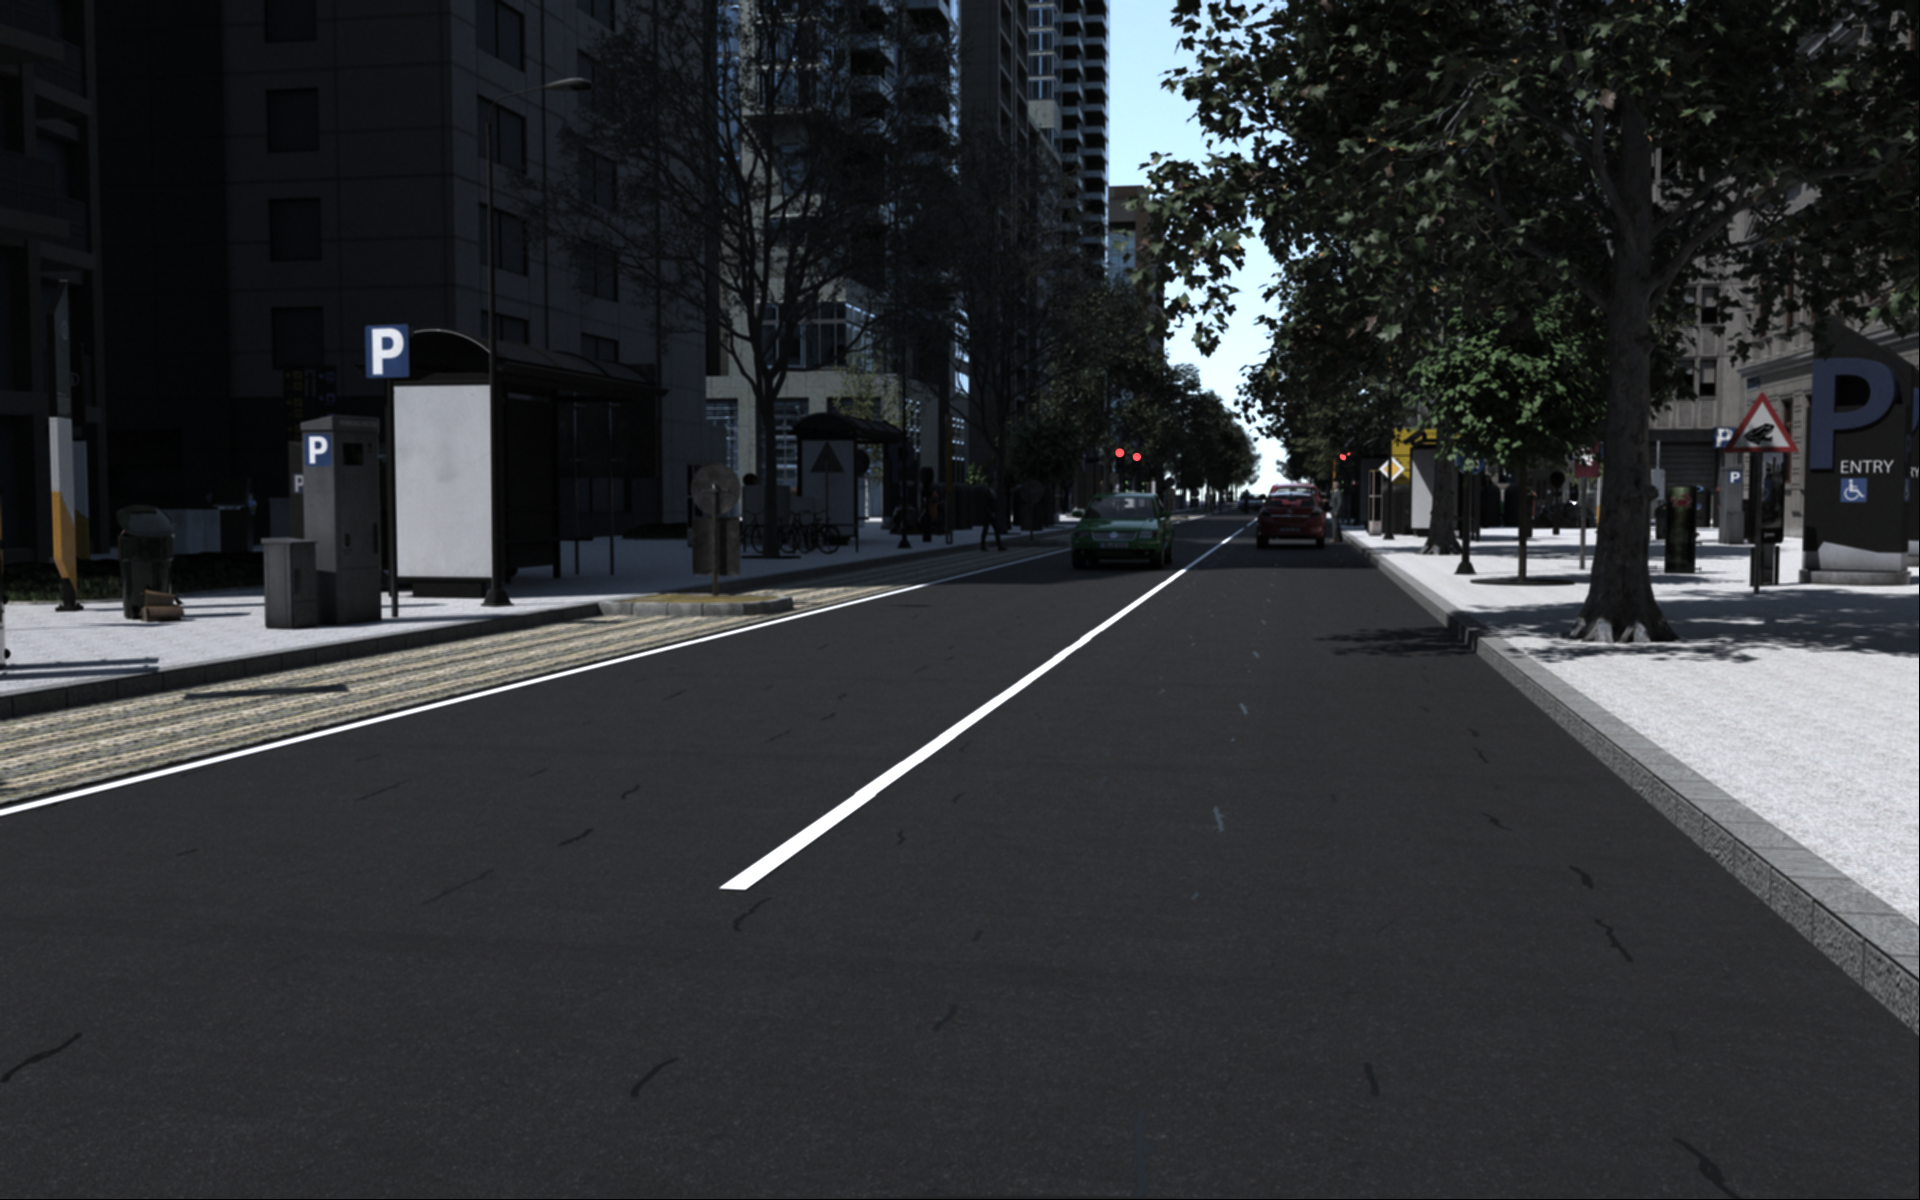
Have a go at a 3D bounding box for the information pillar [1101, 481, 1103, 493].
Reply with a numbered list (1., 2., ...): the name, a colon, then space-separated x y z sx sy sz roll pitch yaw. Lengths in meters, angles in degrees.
1. information pillar: 8.091 -5.694 97.585 0.304 2.012 0.304 0 4 -7

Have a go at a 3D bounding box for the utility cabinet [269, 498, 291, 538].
1. utility cabinet: -10.995 -1.064 28.550 1.020 1.237 0.306 3 5 42

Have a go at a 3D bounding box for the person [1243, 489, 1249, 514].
1. person: 21.092 -7.282 127.745 0.473 1.802 0.592 2 4 32

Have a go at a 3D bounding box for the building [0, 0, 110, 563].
1. building: -27.632 -22.586 23.909 22.147 44.769 28.867 1 4 11

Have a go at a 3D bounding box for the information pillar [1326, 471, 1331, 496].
1. information pillar: 31.277 -9.522 147.042 0.183 3.616 0.504 -3 5 -40

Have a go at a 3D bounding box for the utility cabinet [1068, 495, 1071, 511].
1. utility cabinet: 7.989 -7.120 127.569 0.306 1.237 1.020 0 4 7

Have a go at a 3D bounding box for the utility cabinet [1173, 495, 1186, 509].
1. utility cabinet: 18.729 -8.361 147.867 1.020 1.237 0.306 1 4 21

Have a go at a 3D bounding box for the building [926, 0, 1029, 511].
1. building: -3.025 -42.976 140.902 20.563 71.187 20.611 1 4 11

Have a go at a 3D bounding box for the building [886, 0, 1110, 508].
1. building: 6.351 -53.971 195.091 22.319 86.520 31.000 1 4 11

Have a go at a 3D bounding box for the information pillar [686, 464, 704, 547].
1. information pillar: -6.422 -2.296 42.039 0.304 2.012 0.304 -3 5 -39

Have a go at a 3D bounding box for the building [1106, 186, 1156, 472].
1. building: 21.495 -37.084 256.427 14.600 45.320 14.200 1 4 11

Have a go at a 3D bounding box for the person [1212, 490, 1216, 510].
1. person: 23.519 -9.282 160.291 0.705 1.821 1.348 0 4 3

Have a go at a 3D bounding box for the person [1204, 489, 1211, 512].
1. person: 18.942 -7.585 132.496 0.713 1.824 0.794 -1 4 -12

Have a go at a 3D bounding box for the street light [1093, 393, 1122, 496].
1. street light: 6.741 -6.563 79.839 1.470 5.913 1.316 1 4 11

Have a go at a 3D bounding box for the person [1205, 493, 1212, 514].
1. person: 18.109 -7.046 126.303 0.503 1.515 0.523 0 4 -6

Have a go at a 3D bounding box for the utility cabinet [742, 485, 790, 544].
1. utility cabinet: -4.920 -2.154 43.900 1.173 1.500 0.318 -2 4 -24

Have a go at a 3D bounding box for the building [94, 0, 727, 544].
1. building: -20.515 -37.592 52.878 20.611 71.187 20.563 1 4 11

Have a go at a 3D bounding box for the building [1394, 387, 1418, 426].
1. building: 72.688 -35.592 265.531 14.154 41.232 14.086 1 4 11

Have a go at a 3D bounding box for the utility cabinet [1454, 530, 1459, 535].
1. utility cabinet: 15.705 -2.676 54.912 0.306 1.237 1.020 1 4 14

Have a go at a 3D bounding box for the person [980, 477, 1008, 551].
1. person: 0.832 -2.142 43.300 0.755 1.850 0.659 3 4 38

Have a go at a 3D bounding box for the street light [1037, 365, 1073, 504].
1. street light: 3.346 -5.485 62.226 1.470 5.913 1.316 1 4 11

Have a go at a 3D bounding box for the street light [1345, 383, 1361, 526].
1. street light: 11.565 -4.663 48.777 1.470 5.913 1.316 1 4 11

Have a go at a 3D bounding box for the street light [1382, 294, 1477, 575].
1. street light: 7.561 -3.371 27.657 1.470 5.913 1.316 1 4 11

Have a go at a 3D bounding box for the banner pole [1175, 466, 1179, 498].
1. banner pole: 17.294 -9.075 138.392 0.401 3.779 0.863 -1 4 -15

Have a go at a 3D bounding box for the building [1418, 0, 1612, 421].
1. building: 63.170 -40.038 196.624 21.231 58.520 28.212 1 4 11

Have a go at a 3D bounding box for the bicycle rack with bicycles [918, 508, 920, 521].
1. bicycle rack with bicycles: -1.537 -3.257 66.639 2.925 0.926 2.852 -1 4 -10

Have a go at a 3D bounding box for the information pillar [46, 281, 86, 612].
1. information pillar: -9.791 -1.684 18.880 0.183 3.616 0.504 -1 4 -10

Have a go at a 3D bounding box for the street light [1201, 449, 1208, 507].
1. street light: 21.179 -11.153 154.886 1.470 5.913 1.316 1 4 11

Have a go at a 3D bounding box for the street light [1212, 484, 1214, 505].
1. street light: 25.203 -12.460 176.262 1.470 5.913 1.316 1 4 11

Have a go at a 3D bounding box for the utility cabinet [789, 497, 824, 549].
1. utility cabinet: -3.621 -1.823 40.974 0.306 1.237 1.020 -3 5 -40

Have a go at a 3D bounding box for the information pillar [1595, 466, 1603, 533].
1. information pillar: 21.138 -4.009 56.905 0.504 3.616 0.183 -2 4 -34

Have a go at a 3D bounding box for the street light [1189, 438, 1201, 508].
1. street light: 18.934 -10.461 143.574 1.470 5.913 1.316 1 4 11

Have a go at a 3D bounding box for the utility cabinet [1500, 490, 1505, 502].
1. utility cabinet: 30.945 -5.552 99.452 1.173 1.500 0.318 0 4 3

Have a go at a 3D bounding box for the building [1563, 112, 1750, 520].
1. building: 42.755 -16.609 89.579 19.932 24.808 12.078 1 4 11

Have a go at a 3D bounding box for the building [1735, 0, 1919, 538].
1. building: 28.620 -12.791 45.291 11.583 22.565 21.152 1 4 11

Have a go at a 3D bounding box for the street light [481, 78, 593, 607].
1. street light: -4.789 -2.879 19.616 1.470 5.913 1.316 1 4 11

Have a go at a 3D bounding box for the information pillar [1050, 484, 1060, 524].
1. information pillar: 4.012 -4.205 73.252 0.304 2.012 0.304 2 4 29

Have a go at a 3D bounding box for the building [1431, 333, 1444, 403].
1. building: 55.843 -32.187 176.363 14.600 45.320 14.200 1 4 11

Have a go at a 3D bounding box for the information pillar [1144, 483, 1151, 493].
1. information pillar: 11.913 -6.460 110.115 0.304 2.012 0.304 3 5 41

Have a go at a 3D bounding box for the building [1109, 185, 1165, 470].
1. building: 21.003 -39.852 275.280 21.300 48.544 21.600 1 4 11

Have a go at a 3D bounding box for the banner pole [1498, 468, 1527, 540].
1. banner pole: 15.411 -3.564 48.284 0.863 3.779 0.401 3 4 36

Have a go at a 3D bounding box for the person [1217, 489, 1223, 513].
1. person: 19.301 -7.344 128.591 0.388 1.821 0.555 -2 4 -24

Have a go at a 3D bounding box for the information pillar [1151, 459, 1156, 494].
1. information pillar: 12.370 -7.314 110.936 0.183 3.616 0.504 -2 4 -31

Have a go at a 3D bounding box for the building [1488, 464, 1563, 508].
1. building: 43.098 -19.509 112.478 14.314 27.812 24.014 1 4 11

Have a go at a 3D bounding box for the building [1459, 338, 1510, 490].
1. building: 46.773 -18.017 136.382 13.314 21.916 24.055 1 4 11

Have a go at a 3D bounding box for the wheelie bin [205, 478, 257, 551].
1. wheelie bin: -13.958 -1.549 33.236 0.980 1.594 0.693 0 4 -8

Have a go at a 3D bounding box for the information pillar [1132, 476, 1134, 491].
1. information pillar: 11.502 -7.578 115.248 0.183 3.616 0.504 1 4 11

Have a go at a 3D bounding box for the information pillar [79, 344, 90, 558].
1. information pillar: -13.893 -2.185 27.082 0.504 3.616 0.183 0 4 -2

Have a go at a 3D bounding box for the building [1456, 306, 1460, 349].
1. building: 52.699 -23.935 163.033 14.160 30.474 14.107 1 4 11

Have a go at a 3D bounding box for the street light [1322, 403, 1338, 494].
1. street light: 15.477 -5.956 69.914 1.470 5.913 1.316 1 4 11

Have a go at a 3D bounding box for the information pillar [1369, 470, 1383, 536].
1. information pillar: 12.769 -2.980 53.208 0.304 2.012 0.304 -1 4 -11

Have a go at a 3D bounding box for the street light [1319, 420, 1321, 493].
1. street light: 18.985 -7.050 87.804 1.470 5.913 1.316 1 4 11

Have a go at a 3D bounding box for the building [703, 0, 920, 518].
1. building: -11.302 -48.623 107.661 22.319 86.520 31.000 1 4 11

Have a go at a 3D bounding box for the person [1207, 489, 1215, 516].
1. person: 16.494 -6.422 113.769 0.573 1.790 0.520 1 4 12

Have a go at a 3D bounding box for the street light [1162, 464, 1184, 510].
1. street light: 14.894 -9.169 122.462 1.470 5.913 1.316 1 4 11

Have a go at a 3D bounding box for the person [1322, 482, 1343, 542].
1. person: 11.083 -2.614 51.417 0.590 1.801 0.661 0 4 -1

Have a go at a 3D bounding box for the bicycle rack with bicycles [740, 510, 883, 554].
1. bicycle rack with bicycles: -3.503 -1.507 38.028 2.852 0.926 2.925 -3 5 -42

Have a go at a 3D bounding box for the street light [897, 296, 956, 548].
1. street light: -0.785 -4.171 40.736 1.470 5.913 1.316 1 4 11

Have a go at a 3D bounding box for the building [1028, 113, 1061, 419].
1. building: -3.846 -29.271 170.465 32.217 40.220 23.993 1 4 11
